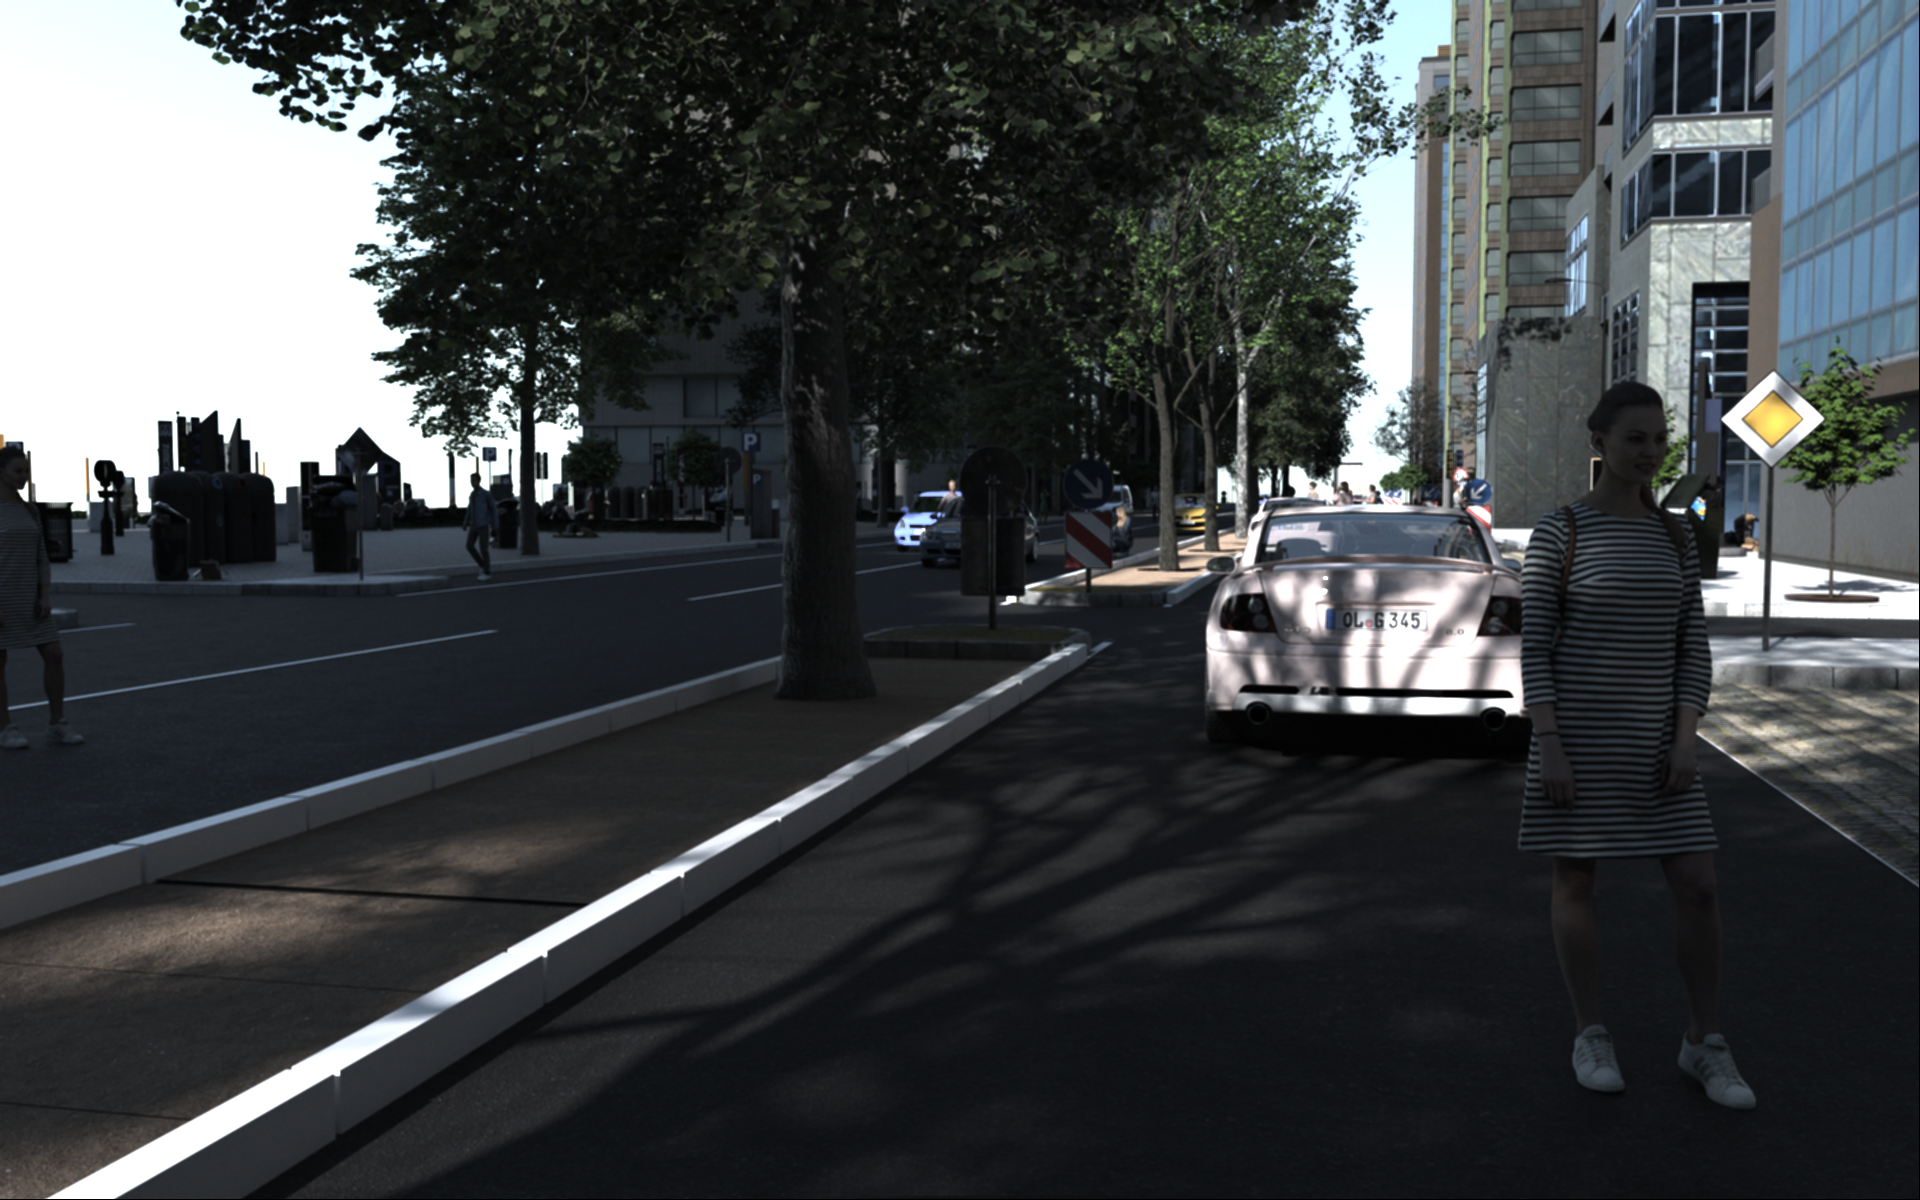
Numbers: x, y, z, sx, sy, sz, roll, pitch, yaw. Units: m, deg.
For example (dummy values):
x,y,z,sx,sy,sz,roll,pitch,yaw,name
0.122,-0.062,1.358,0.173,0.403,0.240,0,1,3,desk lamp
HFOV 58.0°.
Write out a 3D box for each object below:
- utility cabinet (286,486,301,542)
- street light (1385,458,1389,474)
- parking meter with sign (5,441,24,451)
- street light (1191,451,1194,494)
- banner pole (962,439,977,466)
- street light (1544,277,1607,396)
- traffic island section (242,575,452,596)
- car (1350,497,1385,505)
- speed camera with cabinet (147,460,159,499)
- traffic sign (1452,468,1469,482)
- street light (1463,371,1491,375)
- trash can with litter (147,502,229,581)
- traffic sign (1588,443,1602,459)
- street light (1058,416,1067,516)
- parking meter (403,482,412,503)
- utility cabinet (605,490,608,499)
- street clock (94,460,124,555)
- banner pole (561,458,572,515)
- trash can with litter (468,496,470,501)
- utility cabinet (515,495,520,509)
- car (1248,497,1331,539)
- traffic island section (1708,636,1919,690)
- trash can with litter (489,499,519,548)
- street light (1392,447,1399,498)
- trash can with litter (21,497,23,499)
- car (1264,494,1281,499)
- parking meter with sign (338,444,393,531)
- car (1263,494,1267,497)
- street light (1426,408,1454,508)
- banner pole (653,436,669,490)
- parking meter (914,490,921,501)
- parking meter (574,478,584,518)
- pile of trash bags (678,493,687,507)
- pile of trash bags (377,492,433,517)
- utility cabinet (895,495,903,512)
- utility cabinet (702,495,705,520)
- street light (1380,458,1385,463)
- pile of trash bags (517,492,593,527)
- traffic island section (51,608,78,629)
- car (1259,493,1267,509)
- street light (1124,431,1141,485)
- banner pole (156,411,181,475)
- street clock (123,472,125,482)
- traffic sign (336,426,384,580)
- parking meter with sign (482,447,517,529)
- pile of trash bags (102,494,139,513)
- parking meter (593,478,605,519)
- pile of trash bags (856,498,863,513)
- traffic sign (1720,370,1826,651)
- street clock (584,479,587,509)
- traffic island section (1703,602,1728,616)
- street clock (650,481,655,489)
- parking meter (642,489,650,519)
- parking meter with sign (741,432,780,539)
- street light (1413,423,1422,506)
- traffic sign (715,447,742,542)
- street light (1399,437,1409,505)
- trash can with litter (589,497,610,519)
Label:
x,y,z,sx,sy,sz,roll,pitch,yaw,name
-17.747,-2.288,46.095,0.318,1.500,1.173,-1,4,-18,utility cabinet
48.419,-13.486,193.032,1.470,5.913,1.316,1,4,13,street light
-30.942,-3.662,56.129,0.543,3.016,1.738,0,4,-7,parking meter with sign
24.946,-12.851,182.650,1.470,5.913,1.316,1,4,13,street light
0.361,-5.415,78.556,0.863,3.779,0.401,1,4,12,banner pole
13.194,-3.949,37.106,1.470,5.913,1.316,1,4,13,street light
-8.949,-0.218,25.842,2.009,0.180,2.903,1,4,13,traffic island section
15.452,-3.275,66.134,1.945,1.354,3.894,1,4,11,car
-38.947,-5.557,85.197,0.660,3.252,2.038,1,4,21,speed camera with cabinet
24.186,-5.114,83.722,0.768,2.556,0.104,1,4,18,traffic sign
19.691,-5.680,65.408,1.470,5.913,1.316,1,4,13,street light
-11.544,-0.887,25.892,1.055,1.170,0.624,-2,4,-31,trash can with litter
8.335,-1.116,21.883,0.795,2.450,0.064,1,4,13,traffic sign
6.387,-7.834,100.627,1.470,5.913,1.316,1,4,13,street light
-26.416,-4.719,82.864,0.399,1.863,0.255,-1,4,-12,parking meter
-19.465,-5.471,98.126,1.173,1.500,0.318,-2,4,-25,utility cabinet
-18.010,-1.955,36.533,0.471,2.002,0.358,2,4,31,street clock
-23.959,-7.073,105.666,0.863,3.779,0.401,-3,4,-36,banner pole
-24.068,-4.497,84.582,1.678,1.210,2.233,0,4,1,trash can with litter
-21.370,-4.486,84.508,0.306,1.237,1.020,-3,5,-39,utility cabinet
7.064,-1.457,36.188,2.083,1.381,4.827,1,4,14,car
6.606,0.496,14.164,2.009,0.180,2.903,1,4,13,traffic island section
-10.877,-1.815,41.062,0.624,1.170,1.055,-3,5,-39,trash can with litter
43.081,-12.028,169.203,1.470,5.913,1.316,1,4,13,street light
-60.420,-6.103,111.172,0.624,1.170,1.055,-1,4,-16,trash can with litter
25.043,-7.733,138.440,2.014,1.417,4.499,1,4,12,car
-20.828,-3.944,60.740,1.738,3.016,0.543,0,4,-3,parking meter with sign
38.655,-12.980,221.813,1.945,1.707,3.694,1,4,12,car
26.076,-7.412,93.719,1.470,5.913,1.316,1,4,13,street light
-12.881,-5.199,75.013,0.863,3.779,0.401,-1,4,-12,banner pole
-2.460,-5.592,99.843,0.372,1.533,0.369,0,3,0,parking meter
-13.392,-3.375,60.896,0.255,1.863,0.399,0,4,6,parking meter
-18.121,-5.784,104.326,3.447,1.369,1.912,0,4,3,pile of trash bags
-23.091,-3.735,70.811,1.912,1.369,3.447,1,4,16,pile of trash bags
-3.539,-4.982,92.620,1.020,1.237,0.306,-2,4,-31,utility cabinet
-12.305,-4.599,86.363,1.020,1.237,0.306,-2,4,-25,utility cabinet
54.785,-15.235,221.628,1.470,5.913,1.316,1,4,13,street light
-15.891,-3.608,68.742,3.447,1.369,1.912,-1,4,-19,pile of trash bags
-10.703,0.259,18.051,2.009,0.180,2.903,1,4,13,traffic island section
20.482,-6.803,120.816,1.945,1.707,3.694,1,4,14,car
12.756,-9.546,128.611,1.470,5.913,1.316,1,4,13,street light
-23.626,-3.786,51.921,0.401,3.779,0.863,3,5,39,banner pole
-25.586,-2.942,52.674,0.358,2.002,0.471,0,4,-5,street clock
-8.924,-1.354,25.775,0.795,2.450,0.064,1,4,13,traffic sign
-16.727,-4.091,63.151,0.543,3.016,1.738,-3,5,-43,parking meter with sign
-51.574,-5.931,106.728,3.447,1.369,1.912,3,5,40,pile of trash bags
-13.249,-3.540,63.591,0.399,1.863,0.255,0,4,2,parking meter
-6.166,-4.583,84.689,1.912,1.369,3.447,-3,5,-40,pile of trash bags
6.581,-0.639,14.092,0.795,2.450,0.064,1,4,13,traffic sign
-17.406,-4.598,79.745,0.358,2.002,0.471,2,4,33,street clock
8.360,0.020,21.955,2.009,0.180,2.903,1,4,13,traffic island section
-16.684,-5.485,94.242,0.358,2.002,0.471,-2,4,-25,street clock
-15.709,-4.790,86.719,0.372,1.533,0.369,0,3,0,parking meter
-5.694,-3.278,49.862,0.543,3.016,1.738,1,4,16,parking meter with sign
30.295,-8.586,112.924,1.470,5.913,1.316,1,4,13,street light
-6.231,-2.841,46.555,0.768,2.556,0.104,1,4,13,traffic sign
36.717,-10.297,140.897,1.470,5.913,1.316,1,4,13,street light
-17.412,-4.396,83.266,1.055,1.170,0.624,-3,5,-45,trash can with litter
